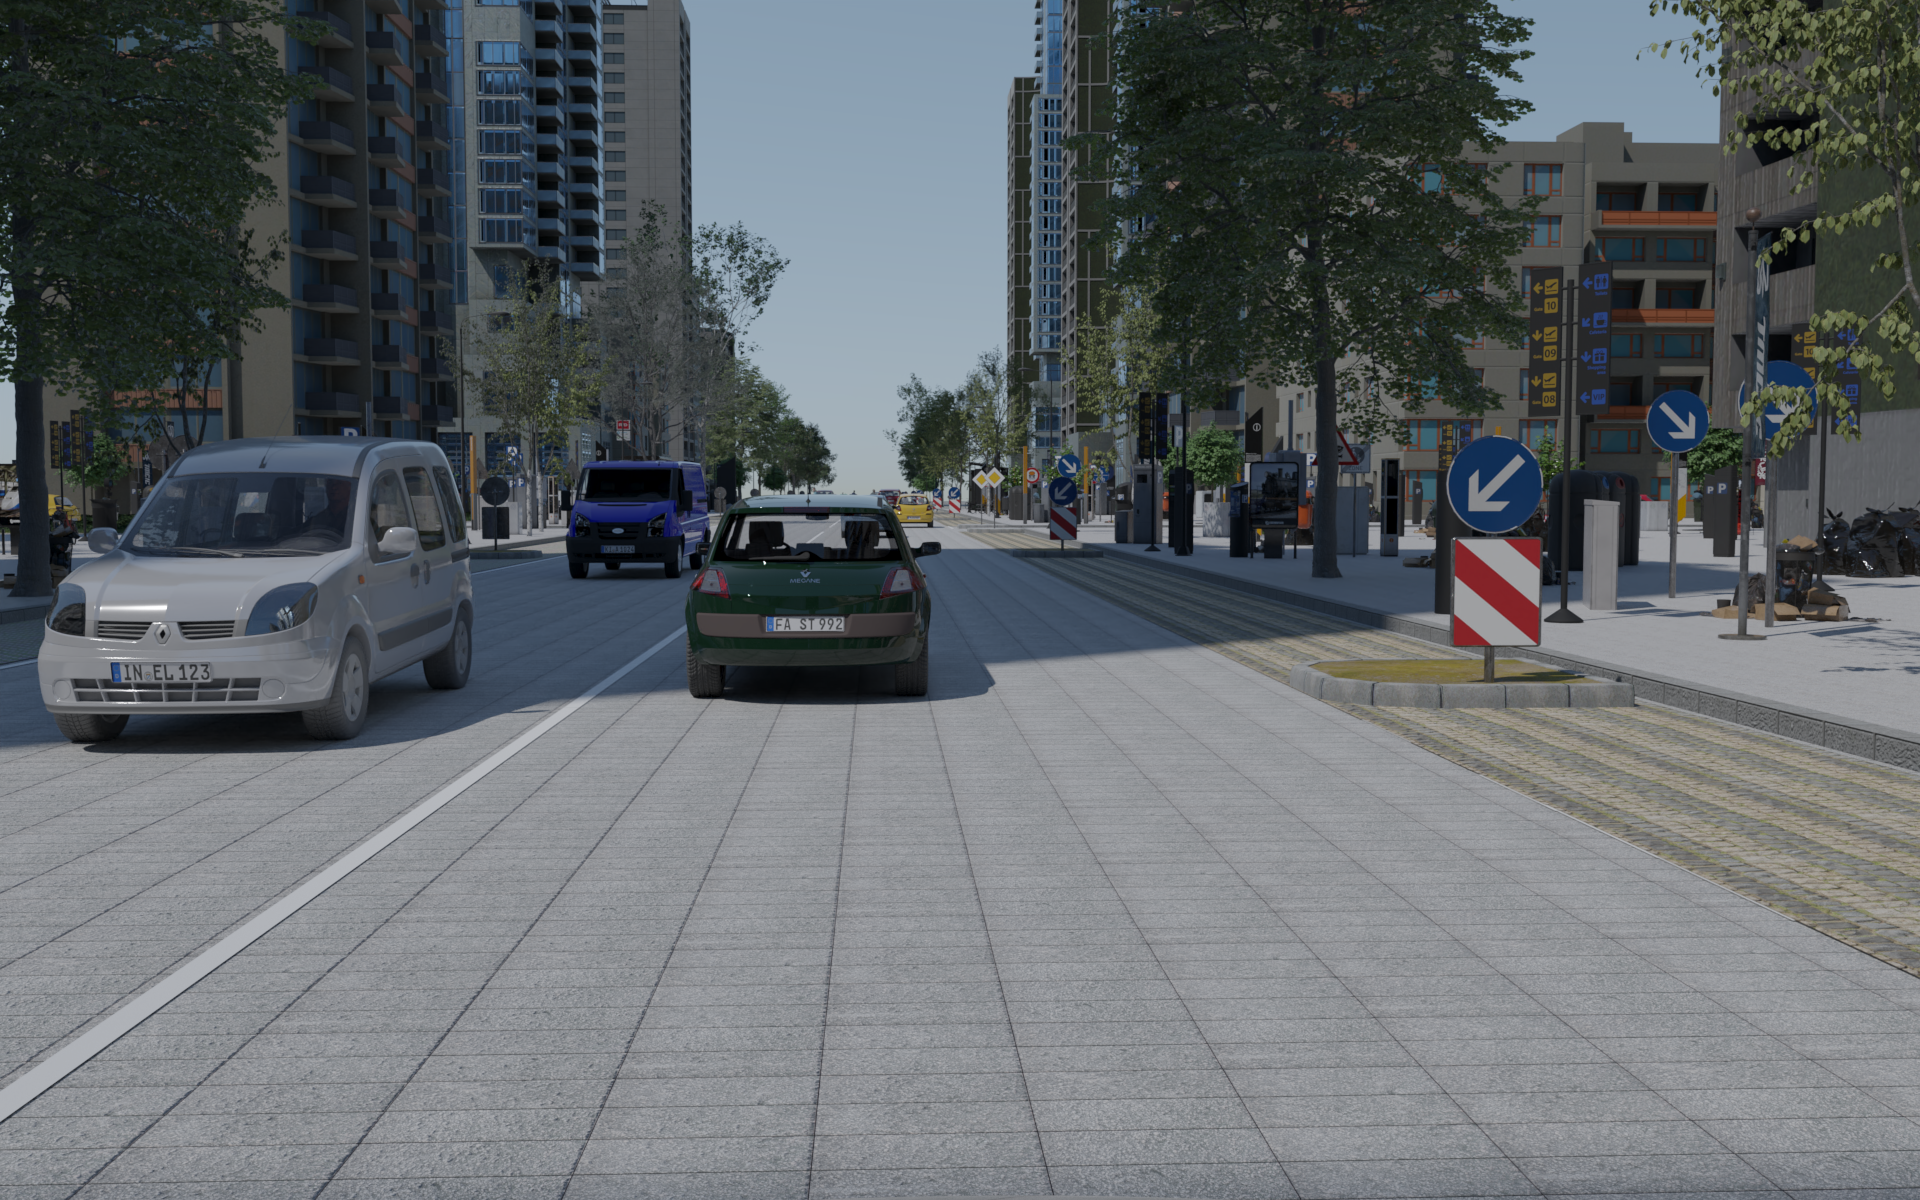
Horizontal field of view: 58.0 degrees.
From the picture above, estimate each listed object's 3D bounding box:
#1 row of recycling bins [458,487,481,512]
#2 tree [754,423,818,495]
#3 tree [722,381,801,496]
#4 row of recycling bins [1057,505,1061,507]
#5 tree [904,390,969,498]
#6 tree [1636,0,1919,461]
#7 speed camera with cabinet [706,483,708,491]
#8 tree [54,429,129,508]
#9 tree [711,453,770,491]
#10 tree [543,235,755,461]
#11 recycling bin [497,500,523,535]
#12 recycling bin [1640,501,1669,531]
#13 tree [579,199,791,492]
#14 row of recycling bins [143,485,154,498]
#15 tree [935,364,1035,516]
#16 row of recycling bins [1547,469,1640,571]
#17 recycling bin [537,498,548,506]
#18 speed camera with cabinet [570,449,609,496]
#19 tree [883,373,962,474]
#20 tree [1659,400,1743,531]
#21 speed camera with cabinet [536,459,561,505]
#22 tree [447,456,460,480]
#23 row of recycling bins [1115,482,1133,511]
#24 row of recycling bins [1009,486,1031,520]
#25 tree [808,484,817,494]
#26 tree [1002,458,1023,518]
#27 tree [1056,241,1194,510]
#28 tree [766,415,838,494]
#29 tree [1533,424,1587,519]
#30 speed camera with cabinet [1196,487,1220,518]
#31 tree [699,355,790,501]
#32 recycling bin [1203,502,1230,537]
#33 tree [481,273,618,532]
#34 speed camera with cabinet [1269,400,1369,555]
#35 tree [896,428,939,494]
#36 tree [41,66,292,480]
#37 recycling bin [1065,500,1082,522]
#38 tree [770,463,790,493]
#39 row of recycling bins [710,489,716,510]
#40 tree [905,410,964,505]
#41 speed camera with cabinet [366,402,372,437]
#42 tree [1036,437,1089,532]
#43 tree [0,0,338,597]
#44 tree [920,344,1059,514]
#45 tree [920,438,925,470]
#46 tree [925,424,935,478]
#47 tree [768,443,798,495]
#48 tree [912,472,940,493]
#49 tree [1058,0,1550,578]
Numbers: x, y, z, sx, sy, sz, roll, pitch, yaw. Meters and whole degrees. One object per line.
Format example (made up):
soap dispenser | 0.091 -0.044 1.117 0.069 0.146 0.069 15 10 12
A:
row of recycling bins | -29.551 -5.958 104.523 3.534 1.692 1.069 -2 4 -28
tree | -21.672 -16.836 209.683 8.767 10.594 7.601 -2 4 -33
tree | -18.301 -14.241 158.595 9.928 11.665 9.643 0 3 0
row of recycling bins | 6.246 -6.194 108.392 3.534 1.692 1.069 0 4 7
tree | -2.380 -16.546 188.648 7.486 12.596 7.792 0 3 0
tree | 6.808 -3.739 11.493 4.737 8.622 4.395 0 3 0
speed camera with cabinet | -19.675 -8.309 130.194 0.660 3.252 2.038 2 4 24
tree | -41.293 -6.028 82.272 4.285 4.588 4.351 0 3 0
tree | -17.881 -9.235 134.702 4.285 4.588 4.351 0 3 0
tree | -14.892 -10.583 83.403 12.009 13.543 11.850 0 3 0
recycling bin | -14.288 -2.590 54.898 0.722 1.027 0.722 0 4 -6
recycling bin | 24.087 -2.907 60.081 0.722 1.027 0.722 0 4 3
tree | -17.689 -15.674 112.154 12.611 20.169 13.585 0 3 0
row of recycling bins | -36.949 -4.595 82.238 3.534 1.692 1.069 0 4 -5
tree | 1.881 -9.096 99.085 4.737 8.622 4.395 0 3 0
row of recycling bins | 11.054 -1.415 30.248 1.069 1.692 3.534 2 4 34
recycling bin | -26.734 -5.982 110.362 0.722 1.027 0.722 1 4 16
speed camera with cabinet | -16.107 -5.008 76.216 2.038 3.252 0.660 -2 4 -28
tree | -5.615 -25.214 268.137 12.611 20.169 13.585 0 3 0
tree | 26.208 -4.710 60.723 4.285 4.588 4.351 0 3 0
speed camera with cabinet | -21.337 -5.874 90.383 2.038 3.252 0.660 1 4 10
tree | -23.041 -5.009 76.498 1.663 3.219 1.824 0 3 0
row of recycling bins | 5.971 -3.278 60.715 1.069 1.692 3.534 0 4 8
row of recycling bins | 2.963 -4.828 86.056 1.069 1.692 3.534 0 4 -4
tree | -25.952 -21.360 299.600 4.737 8.622 4.395 0 3 0
tree | 2.949 -6.095 94.253 1.663 3.219 1.824 0 3 0
tree | 4.882 -6.034 49.015 4.737 8.622 4.395 0 3 0
tree | -23.442 -20.046 244.763 9.611 12.733 9.660 0 3 0
tree | 16.310 -3.284 48.292 1.663 3.219 1.824 0 3 0
speed camera with cabinet | 13.906 -6.152 94.918 2.038 3.252 0.660 -2 4 -30
tree | -17.697 -13.702 142.157 7.486 12.596 7.792 0 3 0
recycling bin | 7.786 -2.418 52.084 0.722 1.027 0.722 -3 5 -45
tree | -13.949 -6.606 58.370 4.737 8.622 4.395 0 3 0
speed camera with cabinet | 7.620 -2.595 36.763 2.038 3.252 0.660 0 4 -6
tree | -6.396 -23.479 290.536 9.857 13.997 8.962 0 3 0
tree | -13.350 -4.859 29.814 4.360 8.622 3.978 0 3 0
recycling bin | 5.387 -4.323 83.243 0.722 1.027 0.722 2 4 23
tree | -19.171 -11.946 179.024 4.285 4.588 4.351 0 3 0
row of recycling bins | -20.232 -8.110 139.712 3.534 1.692 1.069 -1 4 -22
tree | -2.667 -17.172 206.518 9.928 11.665 9.643 0 3 0
speed camera with cabinet | -12.846 -2.583 36.569 0.660 3.252 2.038 2 4 28
tree | 3.682 -3.935 58.934 1.663 3.219 1.824 0 3 0
tree | -11.901 -6.339 21.763 7.486 12.596 7.792 0 3 0
tree | 1.768 -10.638 108.351 8.767 10.594 7.601 0 4 -7
tree | -1.969 -13.928 178.089 4.737 8.622 4.395 0 3 0
tree | -0.199 -12.555 155.637 4.737 8.622 4.395 0 3 0
tree | -22.306 -16.357 217.796 4.360 8.622 3.978 0 3 0
tree | -4.224 -16.165 248.013 4.285 4.588 4.351 0 3 0
tree | 5.219 -6.615 26.281 7.486 12.596 7.792 0 3 0
